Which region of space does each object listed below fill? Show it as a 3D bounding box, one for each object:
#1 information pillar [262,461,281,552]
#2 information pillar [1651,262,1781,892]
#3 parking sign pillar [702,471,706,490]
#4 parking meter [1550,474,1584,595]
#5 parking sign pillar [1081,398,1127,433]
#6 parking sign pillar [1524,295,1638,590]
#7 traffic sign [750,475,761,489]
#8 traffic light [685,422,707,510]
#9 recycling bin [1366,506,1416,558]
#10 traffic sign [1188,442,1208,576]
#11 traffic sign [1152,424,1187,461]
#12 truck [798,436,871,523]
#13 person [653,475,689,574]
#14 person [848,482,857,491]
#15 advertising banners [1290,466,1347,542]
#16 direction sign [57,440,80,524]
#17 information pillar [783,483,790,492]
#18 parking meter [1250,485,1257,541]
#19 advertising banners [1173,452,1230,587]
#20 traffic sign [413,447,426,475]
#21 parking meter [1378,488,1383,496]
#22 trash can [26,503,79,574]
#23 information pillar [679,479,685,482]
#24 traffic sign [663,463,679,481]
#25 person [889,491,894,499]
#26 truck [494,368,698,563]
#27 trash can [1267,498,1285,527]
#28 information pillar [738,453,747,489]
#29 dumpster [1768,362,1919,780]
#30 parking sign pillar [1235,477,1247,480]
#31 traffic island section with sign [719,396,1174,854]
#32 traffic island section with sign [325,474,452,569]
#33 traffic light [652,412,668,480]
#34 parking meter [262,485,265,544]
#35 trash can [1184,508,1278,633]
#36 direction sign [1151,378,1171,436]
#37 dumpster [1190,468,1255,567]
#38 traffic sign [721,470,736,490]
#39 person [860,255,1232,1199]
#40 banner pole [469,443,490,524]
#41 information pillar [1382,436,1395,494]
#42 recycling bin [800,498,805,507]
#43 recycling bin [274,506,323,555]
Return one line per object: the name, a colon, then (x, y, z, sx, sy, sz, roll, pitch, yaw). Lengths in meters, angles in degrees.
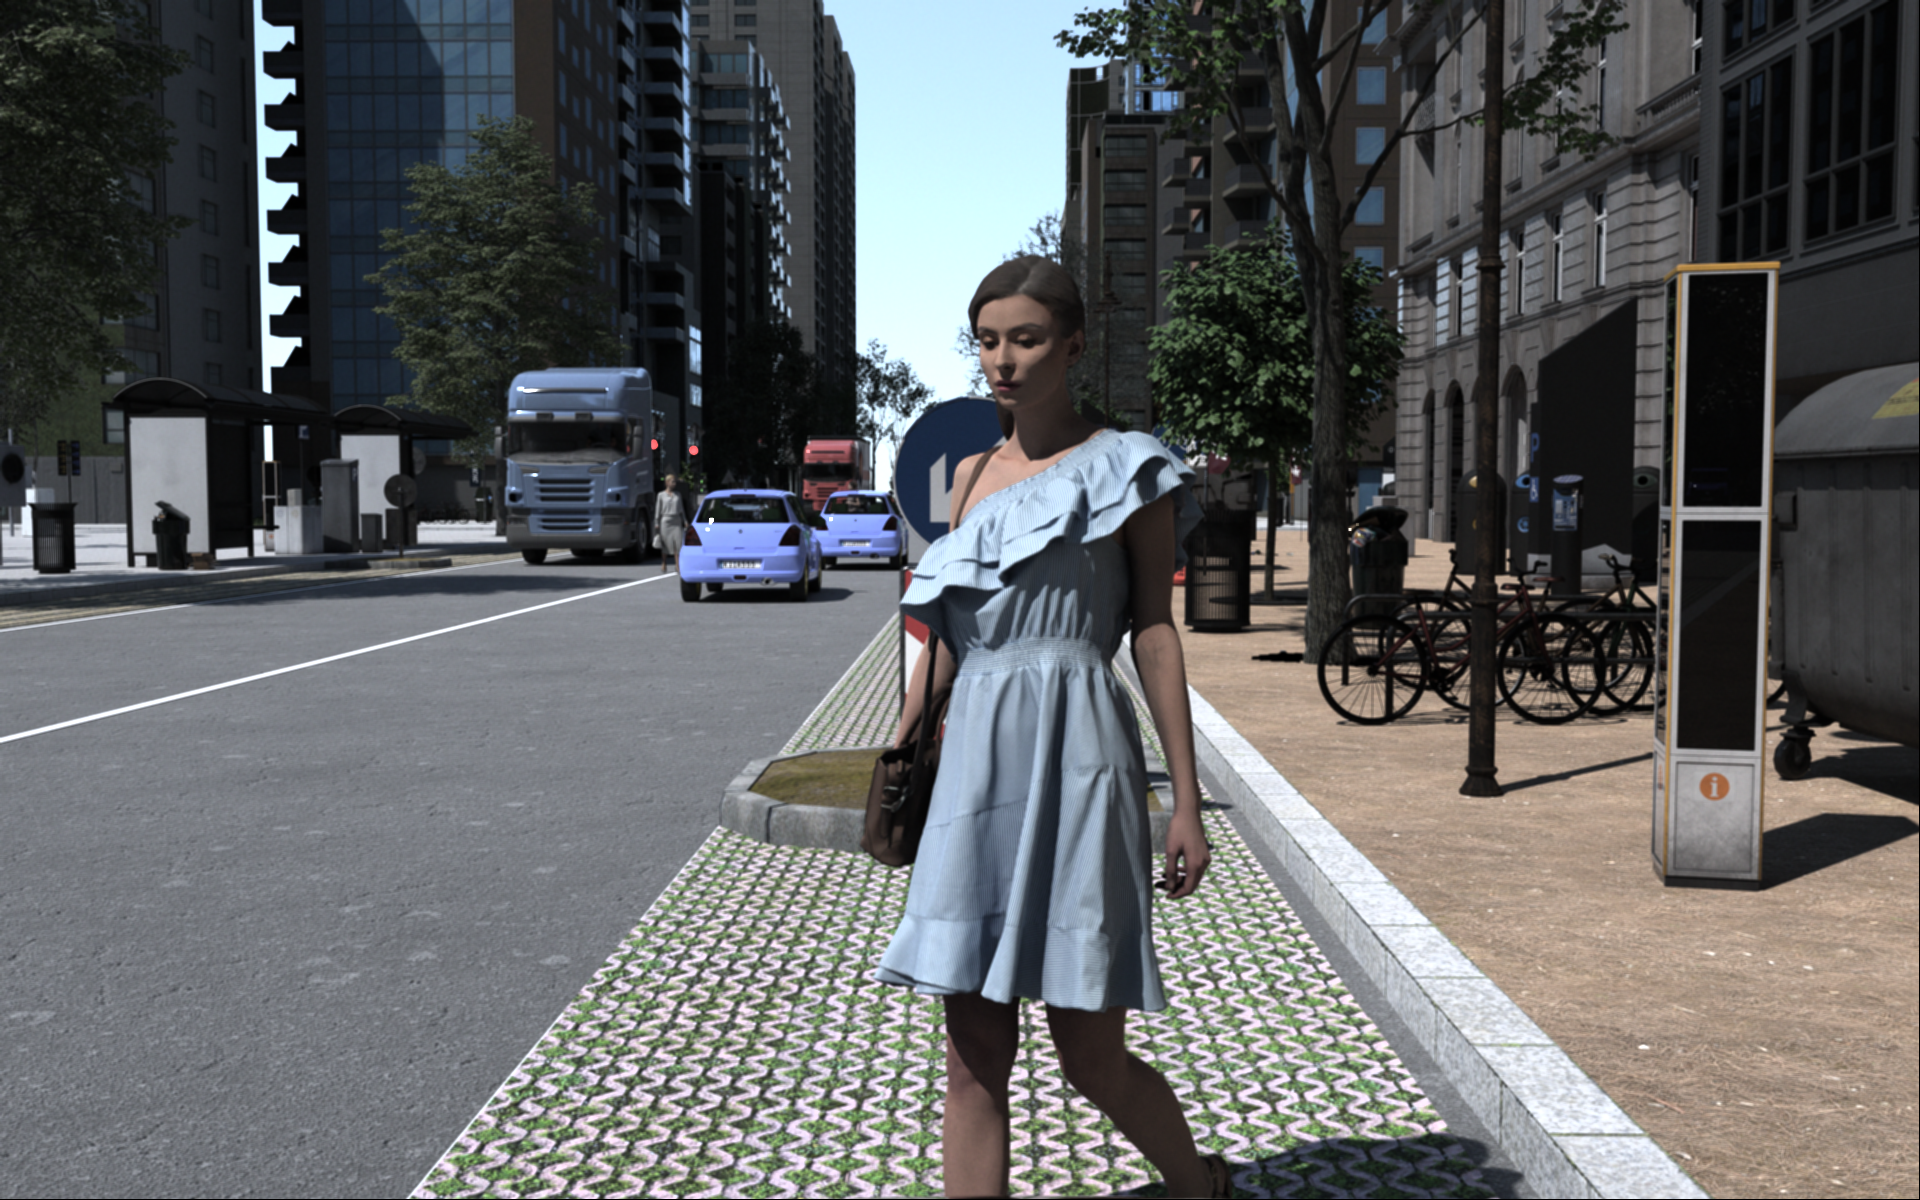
information pillar: (-15.365, -2.093, 38.712, 0.304, 2.012, 0.304, 0, 4, -4)
information pillar: (2.475, -0.074, 5.698, 0.304, 2.012, 0.304, 1, 4, 14)
parking sign pillar: (-21.399, -9.355, 141.430, 1.447, 3.967, 1.447, -3, 5, -40)
parking meter: (7.742, -0.837, 22.093, 0.372, 1.533, 0.369, 0, 3, 0)
parking sign pillar: (4.063, -3.677, 48.590, 1.447, 3.967, 1.447, -1, 4, -9)
parking sign pillar: (8.525, -2.157, 23.747, 1.447, 3.967, 1.447, 0, 4, -1)
traffic sign: (-13.498, -6.991, 114.416, 0.768, 2.556, 0.104, 1, 4, 11)
traffic light: (-10.308, -4.809, 67.550, 0.839, 4.253, 0.868, 0, 4, 1)
recycling bin: (8.736, -1.382, 35.150, 0.722, 1.027, 0.722, -2, 4, -29)
traffic sign: (3.856, -1.531, 27.156, 0.606, 2.300, 0.079, 0, 4, 3)
traffic sign: (3.465, -1.703, 27.949, 0.768, 2.556, 0.104, 0, 4, 7)
truck: (-6.049, -5.905, 85.454, 2.839, 4.237, 11.283, 0, 4, 1)
person: (-5.193, -1.370, 31.254, 0.694, 1.780, 0.624, -1, 4, -13)
person: (-3.110, -2.457, 49.015, 0.374, 1.781, 0.599, -3, 5, -40)
advertising banners: (9.452, -3.042, 45.926, 0.090, 3.025, 2.074, -3, 4, -36)
direction sign: (-37.644, -4.968, 73.223, 0.379, 3.537, 0.876, 3, 5, 43)
information pillar: (-11.523, -6.764, 115.083, 0.304, 2.012, 0.304, 3, 5, 40)
parking meter: (7.974, -2.401, 47.671, 0.372, 1.533, 0.369, 0, 3, 0)
advertising banners: (2.993, -1.705, 24.063, 2.074, 3.025, 0.090, 3, 5, 41)
traffic sign: (-14.657, -2.826, 46.312, 0.768, 2.556, 0.104, 0, 4, 4)
parking meter: (17.267, -3.812, 70.738, 0.372, 1.533, 0.369, 0, 3, 0)
trash can: (-14.643, -0.999, 27.983, 0.748, 1.137, 0.748, 0, 3, 0)
information pillar: (-15.261, -5.518, 94.703, 0.304, 2.012, 0.304, 2, 4, 26)
traffic sign: (-12.010, -4.371, 71.464, 0.884, 2.594, 0.081, 0, 4, 3)
person: (-7.169, -10.491, 180.709, 0.721, 1.739, 1.217, -2, 4, -25)
truck: (-7.625, -3.242, 42.769, 2.967, 4.110, 18.799, 0, 4, 1)
trash can: (12.275, -3.407, 67.357, 0.748, 1.137, 0.748, 0, 3, 0)
information pillar: (-12.476, -6.607, 99.384, 0.504, 3.616, 0.183, -1, 4, -11)
dumpster: (4.227, -0.076, 7.009, 1.264, 1.857, 1.865, 0, 4, 1)
parking sign pillar: (13.525, -5.955, 85.835, 1.447, 3.967, 1.447, -1, 4, -13)
traffic island section with sign: (-0.031, 0.050, 7.807, 1.989, 1.847, 2.006, 0, 4, 1)
traffic island section with sign: (-11.060, -1.539, 33.795, 1.989, 1.847, 2.006, 0, 4, 1)
traffic light: (-10.475, -4.321, 59.566, 0.839, 4.253, 0.868, 0, 4, 1)
parking meter: (-17.667, -2.201, 44.403, 0.372, 1.533, 0.369, 0, 3, 0)
trash can: (2.401, -0.274, 16.138, 0.748, 1.137, 0.748, 0, 3, 0)
direction sign: (3.669, -2.384, 30.972, 0.379, 3.537, 0.876, 3, 5, 40)
dumpster: (4.306, -1.452, 29.499, 1.264, 1.857, 1.865, 0, 4, 1)
traffic sign: (-12.245, -5.612, 91.753, 0.884, 2.594, 0.081, 0, 4, 7)
person: (0.130, 0.349, 2.889, 0.778, 1.811, 0.616, -3, 5, -44)
banner pole: (-20.609, -5.149, 74.209, 0.863, 3.779, 0.401, 0, 4, -1)
information pillar: (17.338, -4.809, 69.980, 0.504, 3.616, 0.183, 2, 4, 26)
recycling bin: (-11.229, -6.981, 126.686, 0.722, 1.027, 0.722, 2, 4, 35)
recycling bin: (-14.025, -1.479, 36.735, 0.722, 1.027, 0.722, 1, 4, 15)
